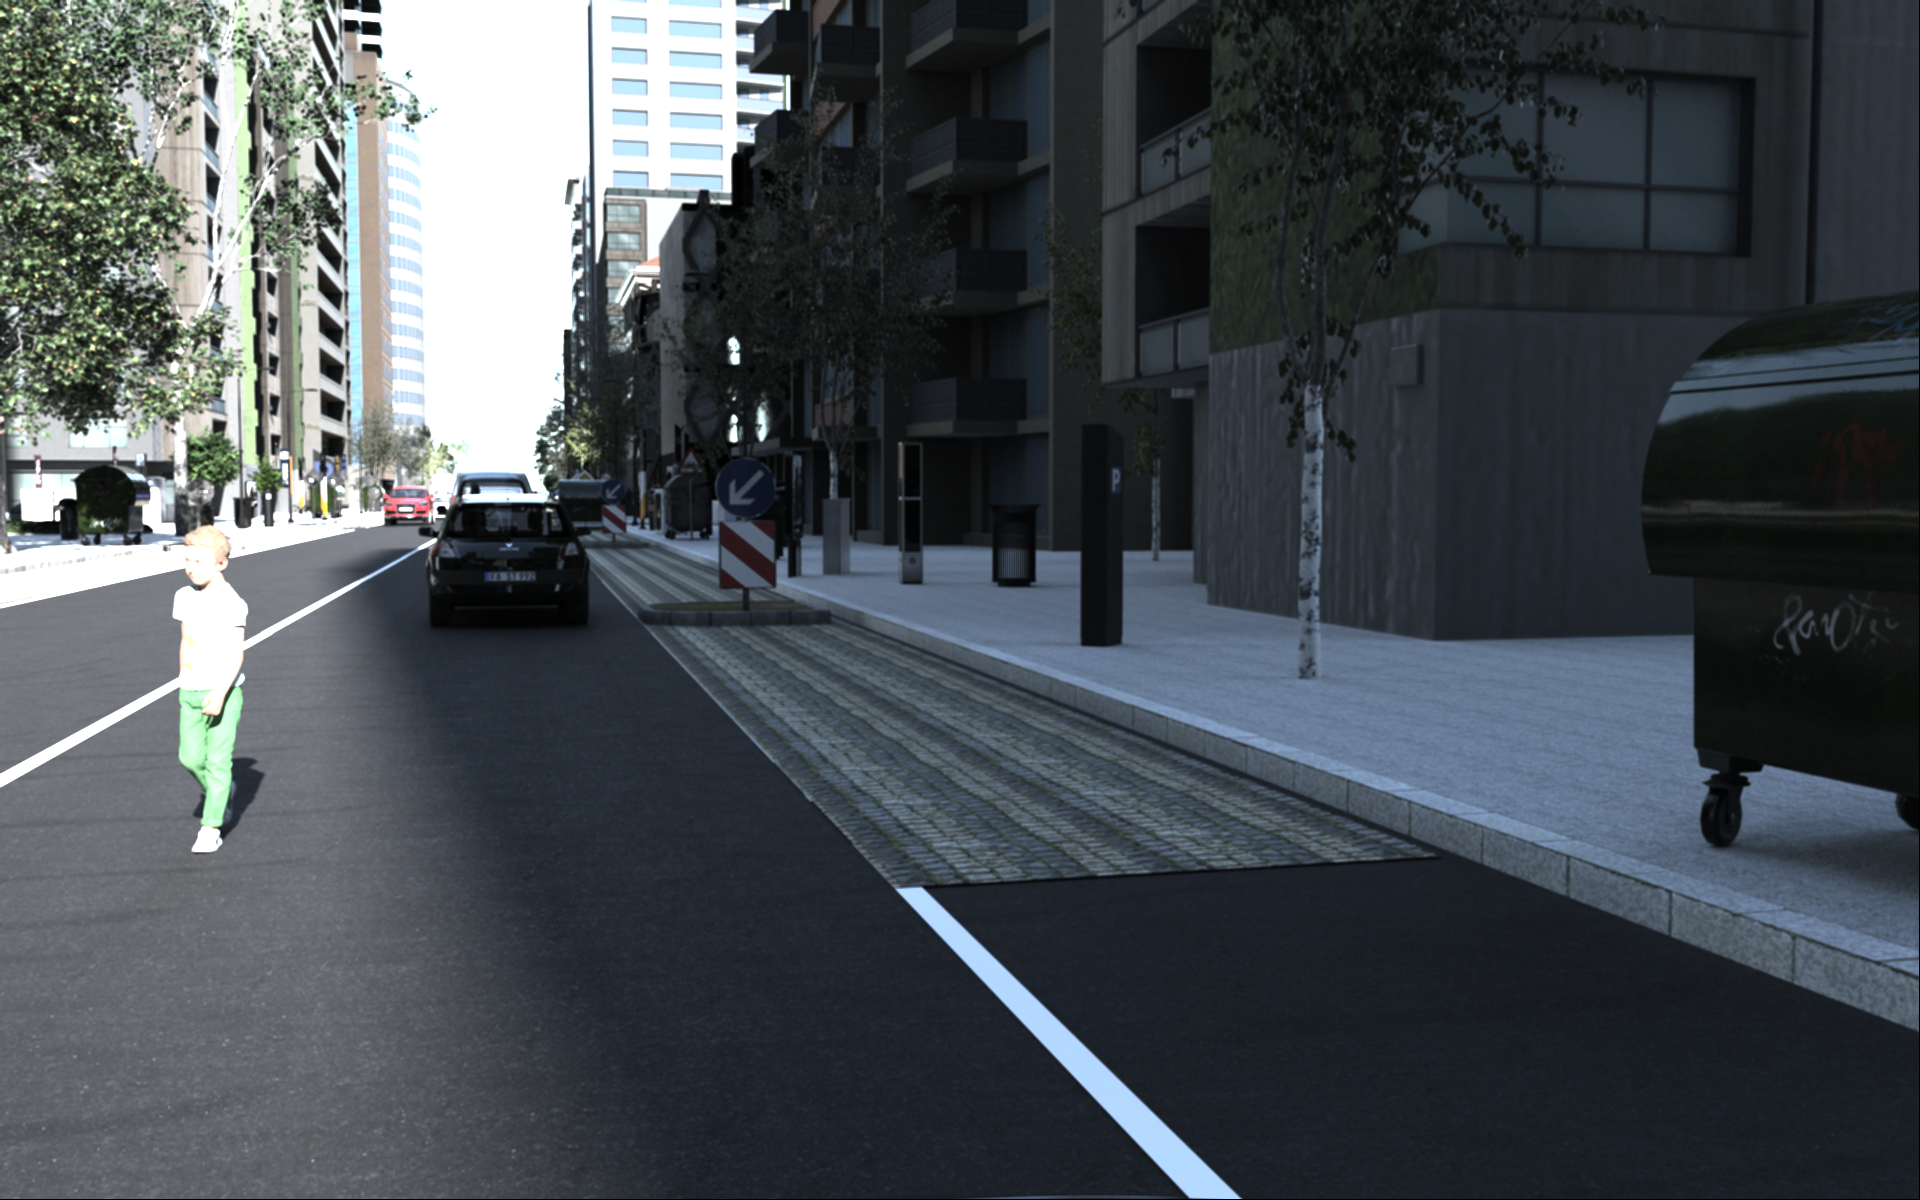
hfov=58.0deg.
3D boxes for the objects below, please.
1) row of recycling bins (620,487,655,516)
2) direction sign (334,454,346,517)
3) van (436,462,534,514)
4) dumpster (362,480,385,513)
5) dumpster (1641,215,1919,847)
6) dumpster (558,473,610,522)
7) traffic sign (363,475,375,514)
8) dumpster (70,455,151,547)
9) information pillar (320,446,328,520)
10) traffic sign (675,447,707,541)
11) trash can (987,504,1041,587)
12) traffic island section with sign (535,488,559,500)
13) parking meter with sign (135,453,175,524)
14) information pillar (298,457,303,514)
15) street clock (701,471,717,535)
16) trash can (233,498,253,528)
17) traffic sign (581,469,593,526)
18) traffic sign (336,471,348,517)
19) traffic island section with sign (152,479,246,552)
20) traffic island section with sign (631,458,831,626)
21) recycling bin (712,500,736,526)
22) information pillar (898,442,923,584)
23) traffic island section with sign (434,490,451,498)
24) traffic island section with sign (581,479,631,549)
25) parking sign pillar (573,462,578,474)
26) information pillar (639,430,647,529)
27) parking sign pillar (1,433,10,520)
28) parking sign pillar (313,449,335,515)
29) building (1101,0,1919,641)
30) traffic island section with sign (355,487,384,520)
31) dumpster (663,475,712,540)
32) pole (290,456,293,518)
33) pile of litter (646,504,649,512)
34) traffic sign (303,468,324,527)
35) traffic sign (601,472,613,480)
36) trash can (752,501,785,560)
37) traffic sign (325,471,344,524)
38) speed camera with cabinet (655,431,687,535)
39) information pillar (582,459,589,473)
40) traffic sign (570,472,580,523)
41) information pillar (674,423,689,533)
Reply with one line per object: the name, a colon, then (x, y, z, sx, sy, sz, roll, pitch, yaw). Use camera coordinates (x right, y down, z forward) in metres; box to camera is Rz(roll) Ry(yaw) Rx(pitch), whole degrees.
row of recycling bins: (-18.930, -5.731, 100.814, 3.534, 1.692, 1.069, -3, 4, -37)
direction sign: (-35.252, -6.521, 98.614, 0.876, 3.537, 0.379, 2, 4, 27)
van: (-8.697, -1.540, 32.197, 2.013, 2.044, 4.112, -1, 4, -16)
dumpster: (-40.864, -7.220, 120.542, 1.502, 2.255, 1.985, -1, 4, -14)
dumpster: (3.452, -0.191, 5.619, 1.502, 2.255, 1.985, -1, 4, -14)
dumpster: (-14.672, -3.835, 67.652, 1.985, 2.255, 1.502, -1, 4, -13)
traffic sign: (-38.657, -6.926, 113.351, 0.768, 2.556, 0.104, -1, 4, -12)
dumpster: (-21.157, -2.488, 43.171, 1.502, 2.255, 1.985, -1, 4, -14)
information pillar: (-31.358, -5.747, 85.323, 0.183, 3.616, 0.504, -3, 5, -41)
traffic sign: (-7.375, -2.907, 47.531, 0.884, 2.594, 0.081, 0, 4, -6)
trash can: (0.752, -0.761, 24.091, 0.748, 1.137, 0.748, 0, 3, 0)
traffic island section with sign: (-29.750, -7.189, 126.162, 1.989, 1.847, 2.006, -1, 4, -14)
parking meter with sign: (-34.864, -4.828, 75.194, 0.543, 3.016, 1.738, 1, 4, 21)
information pillar: (-41.530, -7.203, 109.119, 0.183, 3.616, 0.504, -3, 5, -39)
street clock: (-7.872, -3.040, 54.271, 0.471, 2.002, 0.358, 0, 4, 2)
trash can: (-27.123, -3.295, 65.528, 0.748, 1.137, 0.748, 0, 3, 0)
traffic sign: (-15.173, -4.065, 70.102, 0.795, 2.450, 0.064, -1, 4, -14)
traffic sign: (-34.071, -5.825, 95.352, 0.768, 2.556, 0.104, -1, 4, -12)
traffic island section with sign: (-19.148, -2.142, 43.648, 1.989, 1.847, 2.006, -1, 4, -14)
traffic island section with sign: (-2.620, -0.672, 19.615, 1.989, 1.847, 2.006, -1, 4, -14)
recycling bin: (-9.649, -3.566, 70.866, 0.722, 1.027, 0.722, 2, 4, 35)
information pillar: (-0.704, -1.237, 24.722, 0.304, 2.012, 0.304, -1, 4, -12)
traffic island section with sign: (-51.762, -9.978, 171.774, 1.989, 1.847, 2.006, -1, 4, -14)
traffic island section with sign: (-9.378, -2.296, 46.160, 1.989, 1.847, 2.006, -1, 4, -14)
parking sign pillar: (-32.787, -9.736, 147.657, 1.447, 3.967, 1.447, -1, 4, -13)
information pillar: (-11.615, -4.407, 63.413, 0.183, 3.616, 0.504, -2, 4, -29)
parking sign pillar: (-42.942, -5.400, 76.759, 1.447, 3.967, 1.447, -1, 4, -16)
parking sign pillar: (-37.867, -7.024, 103.307, 1.447, 3.967, 1.447, -1, 4, -15)
building: (9.251, -20.710, 22.206, 14.154, 41.232, 14.086, -1, 4, -14)
traffic island section with sign: (-32.597, -5.376, 96.531, 1.989, 1.847, 2.006, -1, 4, -14)
dumpster: (-7.740, -2.661, 49.262, 1.264, 1.857, 1.865, -1, 4, -14)
pole: (-36.143, -6.093, 93.458, 0.158, 3.312, 0.155, 0, 3, 0)
pile of litter: (-17.507, -5.058, 96.665, 1.176, 0.858, 1.719, -3, 5, -41)
traffic sign: (-25.203, -3.910, 67.578, 0.795, 2.450, 0.064, -1, 4, -14)
traffic sign: (-20.027, -5.990, 98.040, 0.768, 2.556, 0.104, 0, 4, -7)
trash can: (-3.772, -1.364, 33.952, 0.748, 1.137, 0.748, 0, 3, 0)
traffic sign: (-27.174, -4.384, 75.317, 0.795, 2.450, 0.064, -1, 4, -14)
speed camera with cabinet: (-9.150, -3.708, 54.960, 0.660, 3.252, 2.038, -2, 4, -26)
information pillar: (-25.063, -7.631, 116.113, 0.504, 3.616, 0.183, 1, 4, 20)
traffic sign: (-17.143, -4.538, 77.841, 0.795, 2.450, 0.064, -1, 4, -14)
information pillar: (-9.207, -4.033, 57.289, 0.504, 3.616, 0.183, -1, 4, -18)
